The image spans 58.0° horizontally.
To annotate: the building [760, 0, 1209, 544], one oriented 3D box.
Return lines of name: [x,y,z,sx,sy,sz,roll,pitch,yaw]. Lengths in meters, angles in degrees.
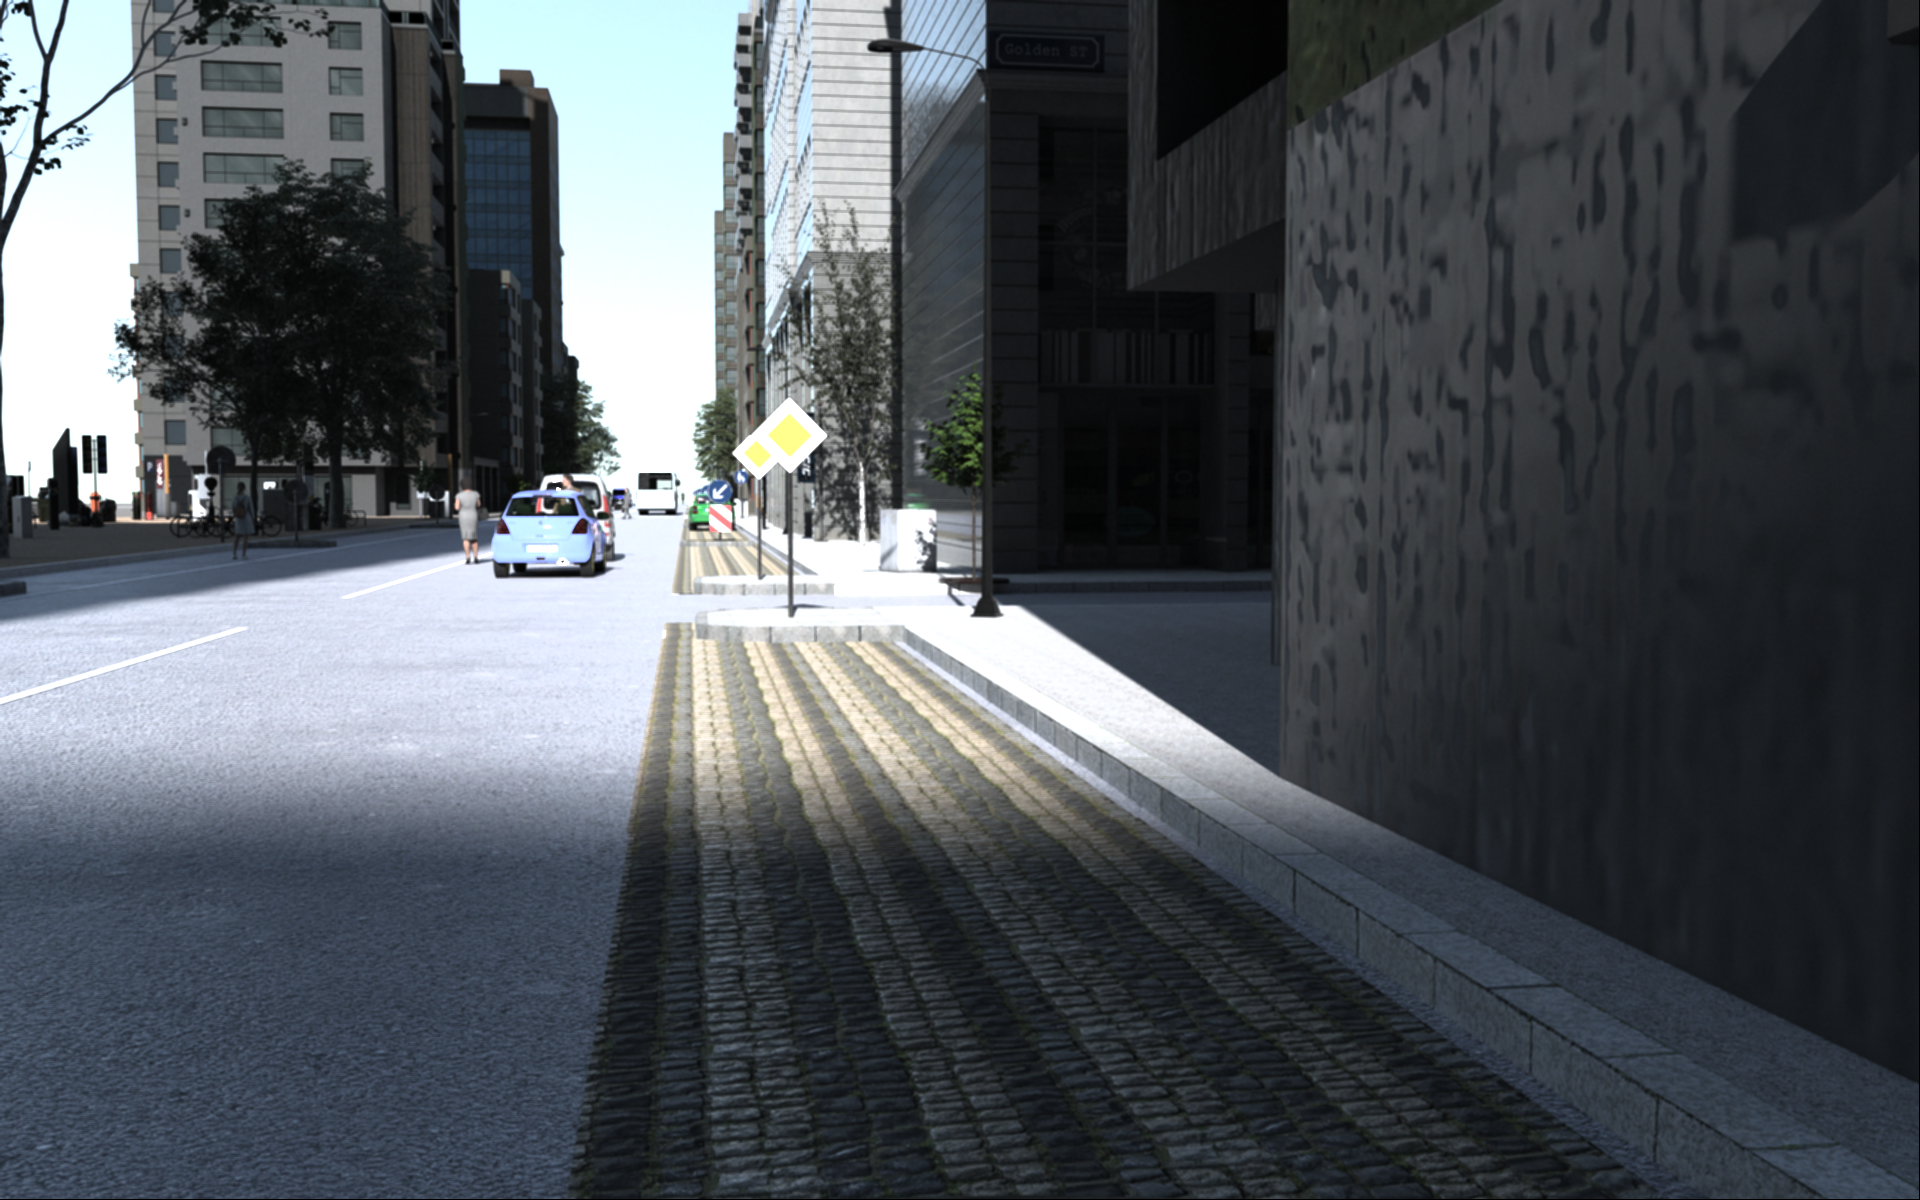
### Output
building: [-1.002,-17.433,62.519,11.434,29.767,29.804,-1,4,-9]

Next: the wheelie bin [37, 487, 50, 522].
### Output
wheelie bin: [-41.430,-4.326,78.641,0.980,1.594,0.693,0,4,-2]

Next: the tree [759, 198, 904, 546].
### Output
tree: [-2.562,-5.645,42.655,4.360,8.622,3.978,0,3,0]

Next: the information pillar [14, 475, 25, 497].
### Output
information pillar: [-36.749,-3.861,67.617,0.304,2.012,0.304,1,4,18]

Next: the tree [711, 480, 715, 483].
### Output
tree: [-30.963,-13.626,217.390,1.663,3.219,1.824,0,3,0]

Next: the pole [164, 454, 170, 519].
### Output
pole: [-40.436,-5.777,88.294,0.158,3.312,0.155,0,3,0]

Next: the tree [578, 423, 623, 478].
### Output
tree: [-53.633,-20.186,255.797,9.928,11.665,9.643,0,3,0]

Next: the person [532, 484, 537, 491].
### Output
person: [-15.499,-3.340,63.201,0.635,1.810,0.391,2,4,32]

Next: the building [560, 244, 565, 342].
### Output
building: [-66.589,-33.147,233.828,32.217,40.220,23.993,-1,4,-9]

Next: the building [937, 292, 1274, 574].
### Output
building: [14.124,-15.716,34.453,29.804,29.767,11.434,-1,4,-9]

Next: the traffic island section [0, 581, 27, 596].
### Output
traffic island section: [-14.430,-0.114,24.147,2.009,0.180,2.903,-1,4,-9]

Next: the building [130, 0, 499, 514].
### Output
building: [-43.447,-41.690,119.880,20.563,71.187,20.611,-1,4,-9]

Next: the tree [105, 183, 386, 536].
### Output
tree: [-21.798,-7.247,52.905,8.767,10.594,7.601,-1,4,-13]

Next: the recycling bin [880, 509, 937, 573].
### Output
recycling bin: [-0.854,-0.981,28.595,0.722,1.027,0.722,-2,4,-30]

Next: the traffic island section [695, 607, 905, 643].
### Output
traffic island section: [-1.741,0.259,18.039,2.009,0.180,2.903,-1,4,-9]

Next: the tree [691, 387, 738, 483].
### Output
tree: [-24.979,-16.229,183.473,7.486,12.596,7.792,0,3,0]

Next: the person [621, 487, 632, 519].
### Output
person: [-19.142,-5.546,99.279,0.767,1.812,0.694,-2,4,-33]

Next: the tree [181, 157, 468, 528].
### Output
tree: [-23.474,-9.656,64.530,9.857,13.997,8.962,0,3,0]

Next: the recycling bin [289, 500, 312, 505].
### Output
recycling bin: [-27.740,-3.689,72.867,0.722,1.027,0.722,0,4,-2]

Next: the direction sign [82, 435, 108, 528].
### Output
direction sign: [-33.158,-4.552,66.420,0.876,3.537,0.379,-1,4,-10]

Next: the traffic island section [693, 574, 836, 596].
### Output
traffic island section: [-2.977,-0.223,25.929,2.009,0.180,2.903,-1,4,-9]

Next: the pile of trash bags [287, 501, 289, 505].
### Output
pile of trash bags: [-36.963,-5.151,93.964,1.912,1.369,3.447,-3,4,-38]

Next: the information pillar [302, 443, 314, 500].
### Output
information pillar: [-28.746,-5.201,76.397,0.183,3.616,0.504,3,5,40]

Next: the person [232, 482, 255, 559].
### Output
person: [-15.792,-1.749,38.105,0.512,1.701,0.522,-1,4,-9]

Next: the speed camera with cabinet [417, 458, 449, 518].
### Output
speed camera with cabinet: [-28.597,-6.097,94.018,2.038,3.252,0.660,2,4,34]

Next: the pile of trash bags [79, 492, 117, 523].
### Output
pile of trash bags: [-39.172,-4.191,78.279,1.912,1.369,3.447,-2,4,-31]

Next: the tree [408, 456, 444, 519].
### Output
tree: [-27.087,-5.698,87.769,1.663,3.219,1.824,0,3,0]

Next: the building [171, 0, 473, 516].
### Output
building: [-37.584,-20.321,103.948,14.160,30.474,14.107,-1,4,-9]

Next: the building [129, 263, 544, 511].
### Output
building: [-50.600,-18.417,146.157,27.650,21.520,28.899,-1,4,-9]

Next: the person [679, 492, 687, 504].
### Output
person: [-38.265,-14.076,239.353,1.217,1.735,0.721,0,4,8]

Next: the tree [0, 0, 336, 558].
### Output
tree: [-19.476,-10.988,35.535,12.611,20.169,13.585,0,3,0]

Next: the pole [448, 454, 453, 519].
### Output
pole: [-25.961,-5.775,88.257,0.158,3.312,0.155,0,3,0]

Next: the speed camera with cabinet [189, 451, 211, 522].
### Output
speed camera with cabinet: [-35.082,-5.232,79.880,0.660,3.252,2.038,-2,4,-35]

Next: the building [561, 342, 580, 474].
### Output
building: [-60.772,-22.232,208.531,27.650,21.520,28.899,-1,4,-9]

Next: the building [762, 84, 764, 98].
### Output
building: [-2.548,-18.113,89.654,14.314,27.812,24.014,-1,4,-9]

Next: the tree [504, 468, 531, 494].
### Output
tree: [-33.016,-8.297,130.263,1.663,3.219,1.824,0,3,0]

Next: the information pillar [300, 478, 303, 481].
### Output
information pillar: [-30.731,-4.691,81.183,0.304,2.012,0.304,-1,4,-13]

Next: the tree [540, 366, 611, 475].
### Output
tree: [-39.975,-16.277,172.777,9.857,13.997,8.962,0,3,0]

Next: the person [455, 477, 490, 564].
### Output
person: [-10.018,-1.631,35.520,0.716,1.782,0.532,-2,4,-30]

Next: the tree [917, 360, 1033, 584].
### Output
tree: [0.317,-1.867,25.126,1.663,3.219,1.824,0,3,0]

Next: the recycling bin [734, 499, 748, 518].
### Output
recycling bin: [-11.775,-4.928,93.127,0.722,1.027,0.722,-1,4,-8]

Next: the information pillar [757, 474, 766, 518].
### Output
information pillar: [-10.447,-6.107,91.207,0.504,3.616,0.183,0,4,4]

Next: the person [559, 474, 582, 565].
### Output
person: [-7.994,-1.642,35.251,0.656,1.842,0.836,-2,4,-32]

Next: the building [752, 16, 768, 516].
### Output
building: [-6.134,-20.682,109.846,14.160,30.474,14.107,-1,4,-9]

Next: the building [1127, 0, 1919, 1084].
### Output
building: [8.057,-14.579,10.065,14.160,30.474,14.107,-1,4,-9]

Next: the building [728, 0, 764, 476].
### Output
building: [-9.525,-33.105,160.875,23.786,49.044,30.456,-1,4,-9]

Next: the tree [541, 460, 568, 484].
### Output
tree: [-38.832,-11.116,165.464,4.285,4.588,4.351,0,3,0]

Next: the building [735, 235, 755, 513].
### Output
building: [-2.817,-17.573,132.360,27.650,21.520,28.899,-1,4,-9]
